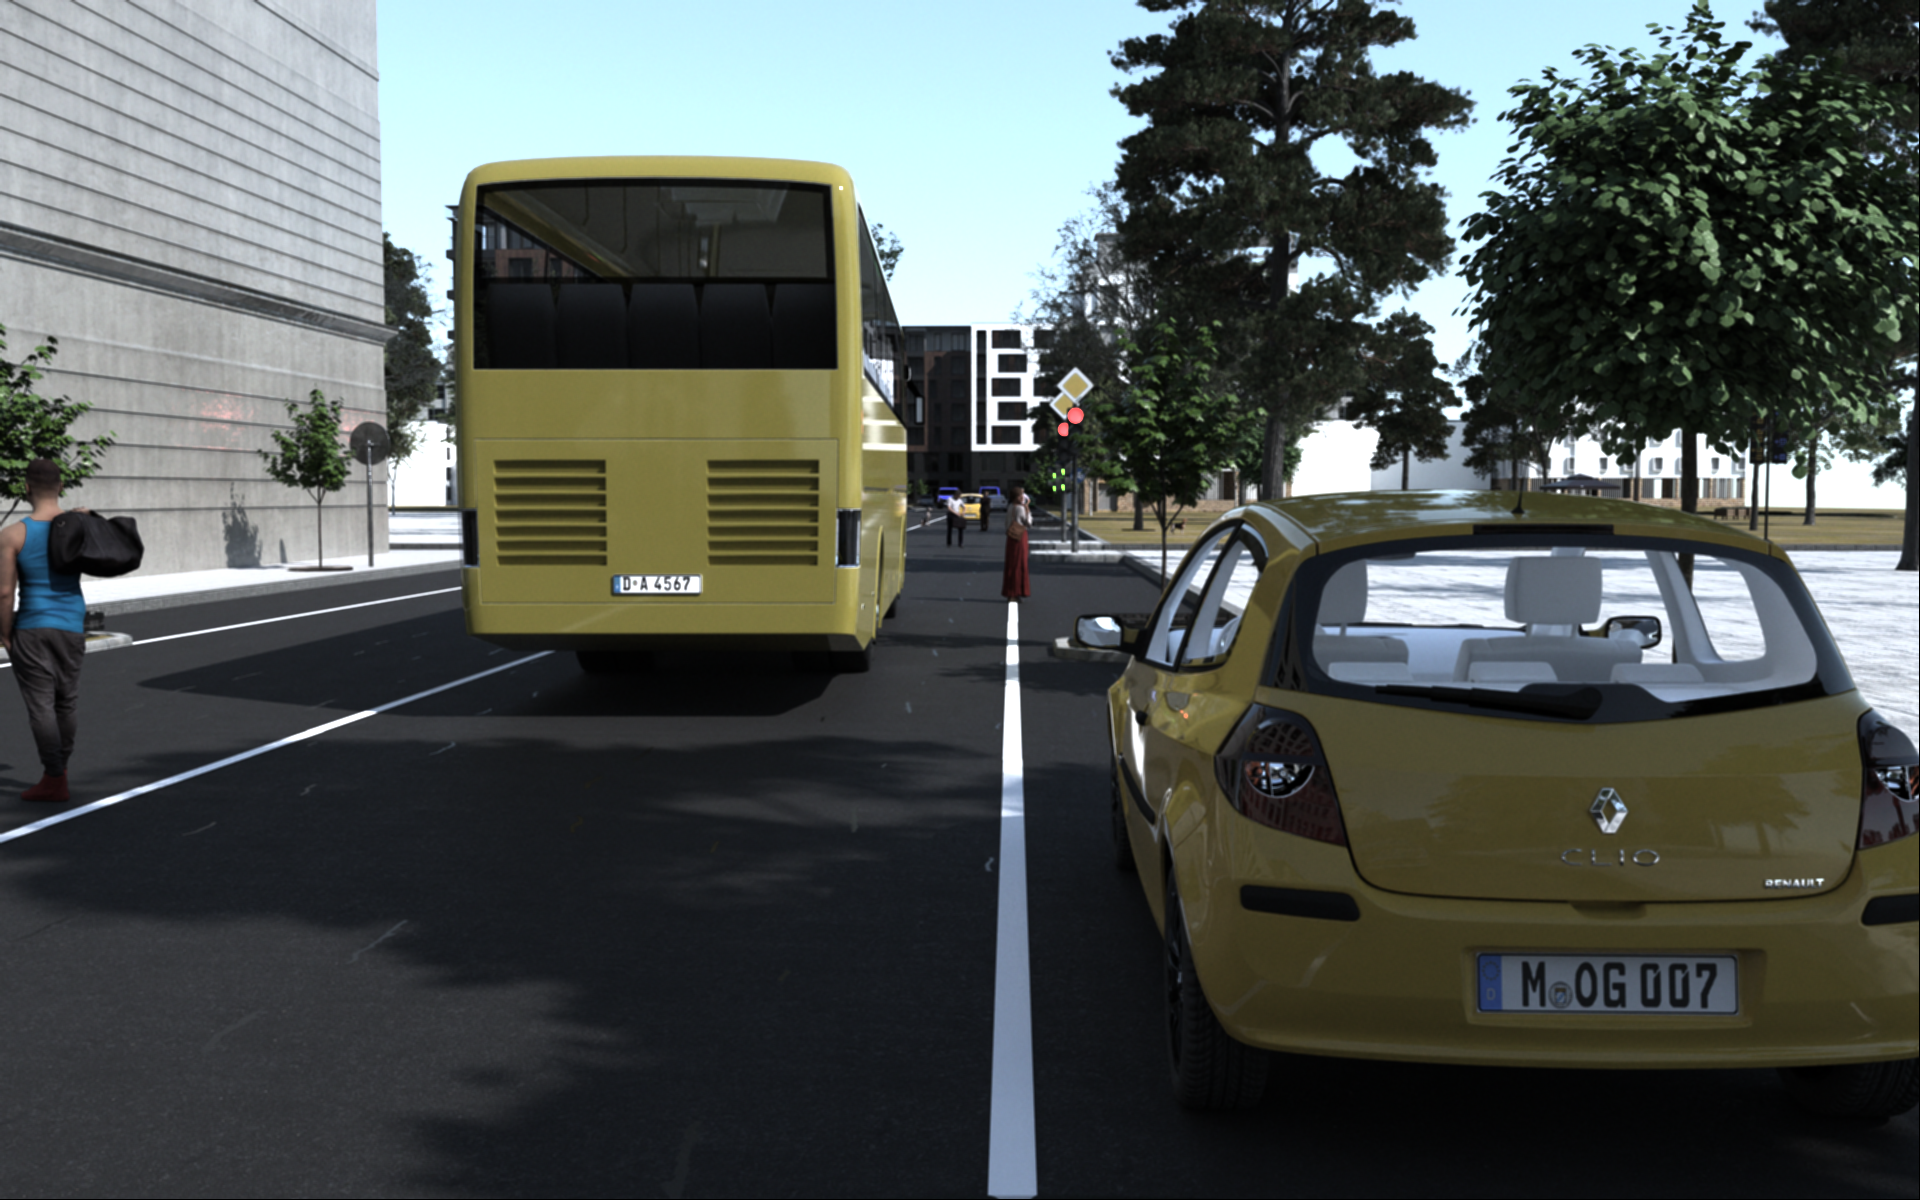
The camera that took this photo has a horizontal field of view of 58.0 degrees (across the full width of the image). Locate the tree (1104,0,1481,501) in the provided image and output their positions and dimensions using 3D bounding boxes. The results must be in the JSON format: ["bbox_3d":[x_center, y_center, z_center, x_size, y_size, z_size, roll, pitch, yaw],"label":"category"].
[{"bbox_3d":[5.633,-6.643,30.671,6.751,12.117,7.091,0,3,0],"label":"tree"}]

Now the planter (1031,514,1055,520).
[{"bbox_3d":[4.355,-4.675,97.568,1.991,0.319,1.994,0,4,2],"label":"planter"}]

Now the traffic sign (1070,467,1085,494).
[{"bbox_3d":[5.593,-5.043,82.561,0.768,2.556,0.104,0,4,2],"label":"traffic sign"}]

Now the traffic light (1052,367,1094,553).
[{"bbox_3d":[2.496,-2.976,37.897,0.839,4.213,0.868,0,4,2],"label":"traffic light"}]

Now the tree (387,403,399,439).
[{"bbox_3d":[-35.009,-9.225,101.192,4.360,8.622,3.978,0,3,0],"label":"tree"}]

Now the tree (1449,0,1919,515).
[{"bbox_3d":[4.803,-1.692,11.380,4.285,4.588,4.351,0,3,0],"label":"tree"}]

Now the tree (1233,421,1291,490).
[{"bbox_3d":[13.067,-5.503,73.692,4.285,4.588,4.351,0,3,0],"label":"tree"}]

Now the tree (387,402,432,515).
[{"bbox_3d":[-35.105,-9.605,107.411,4.737,8.622,4.395,0,3,0],"label":"tree"}]

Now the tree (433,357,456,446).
[{"bbox_3d":[-26.798,-11.144,100.338,7.486,12.596,7.792,0,3,0],"label":"tree"}]

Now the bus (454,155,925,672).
[{"bbox_3d":[-1.894,-1.544,16.788,2.896,3.916,12.252,0,4,0],"label":"bus"}]

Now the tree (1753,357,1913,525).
[{"bbox_3d":[35.763,-9.411,71.998,7.486,12.596,7.792,0,3,0],"label":"tree"}]

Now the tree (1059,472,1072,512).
[{"bbox_3d":[7.409,-7.827,122.565,1.663,3.219,1.824,0,3,0],"label":"tree"}]

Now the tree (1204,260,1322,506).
[{"bbox_3d":[13.943,-10.123,83.643,7.486,12.596,7.792,0,3,0],"label":"tree"}]

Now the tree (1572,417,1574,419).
[{"bbox_3d":[32.826,-11.016,102.173,6.751,12.117,7.091,0,3,0],"label":"tree"}]

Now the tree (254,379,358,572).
[{"bbox_3d":[-10.728,-2.116,29.201,1.663,3.219,1.824,0,3,0],"label":"tree"}]

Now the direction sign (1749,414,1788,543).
[{"bbox_3d":[20.780,-3.215,44.559,0.876,3.537,0.379,2,4,24],"label":"direction sign"}]

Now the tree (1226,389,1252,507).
[{"bbox_3d":[18.118,-10.037,114.464,4.737,8.622,4.395,0,3,0],"label":"tree"}]

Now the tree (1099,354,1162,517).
[{"bbox_3d":[11.101,-9.715,93.252,7.601,10.594,8.767,0,4,-7],"label":"tree"}]

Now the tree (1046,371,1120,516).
[{"bbox_3d":[7.490,-9.258,101.731,4.737,8.622,4.395,0,3,0],"label":"tree"}]

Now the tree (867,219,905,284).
[{"bbox_3d":[-10.052,-15.321,106.386,12.611,20.169,13.585,0,3,0],"label":"tree"}]

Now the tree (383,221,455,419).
[{"bbox_3d":[-24.145,-9.560,66.680,12.009,13.543,11.850,0,3,0],"label":"tree"}]

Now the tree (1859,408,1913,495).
[{"bbox_3d":[61.557,-8.785,106.548,11.467,7.101,20.602,0,4,1],"label":"tree"}]

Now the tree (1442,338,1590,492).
[{"bbox_3d":[24.946,-8.500,73.388,8.767,10.594,7.601,1,4,9],"label":"tree"}]

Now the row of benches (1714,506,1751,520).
[{"bbox_3d":[39.110,-4.397,87.349,4.104,0.672,1.422,-3,5,-45],"label":"row of benches"}]

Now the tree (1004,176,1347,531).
[{"bbox_3d":[6.374,-9.158,60.098,12.009,13.543,11.850,0,3,0],"label":"tree"}]

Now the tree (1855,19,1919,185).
[{"bbox_3d":[11.834,-4.204,19.104,4.360,8.622,3.978,0,3,0],"label":"tree"}]

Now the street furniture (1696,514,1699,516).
[{"bbox_3d":[31.468,-4.286,85.703,10.072,0.657,5.734,1,4,12],"label":"street furniture"}]

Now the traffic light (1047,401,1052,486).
[{"bbox_3d":[2.740,-3.464,45.878,0.839,4.213,0.868,0,4,2],"label":"traffic light"}]

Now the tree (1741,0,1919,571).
[{"bbox_3d":[16.138,-6.528,28.786,6.751,12.117,7.091,0,3,0],"label":"tree"}]

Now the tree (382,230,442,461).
[{"bbox_3d":[-27.164,-10.402,77.502,7.806,13.903,7.818,0,3,0],"label":"tree"}]

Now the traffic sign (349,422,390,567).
[{"bbox_3d":[-10.411,-1.861,30.541,0.768,2.556,0.104,1,4,10],"label":"traffic sign"}]

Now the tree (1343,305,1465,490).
[{"bbox_3d":[29.439,-12.692,114.941,7.806,13.903,7.818,0,3,0],"label":"tree"}]

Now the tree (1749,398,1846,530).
[{"bbox_3d":[28.403,-7.744,61.019,7.601,10.594,8.767,-1,4,-18],"label":"tree"}]
